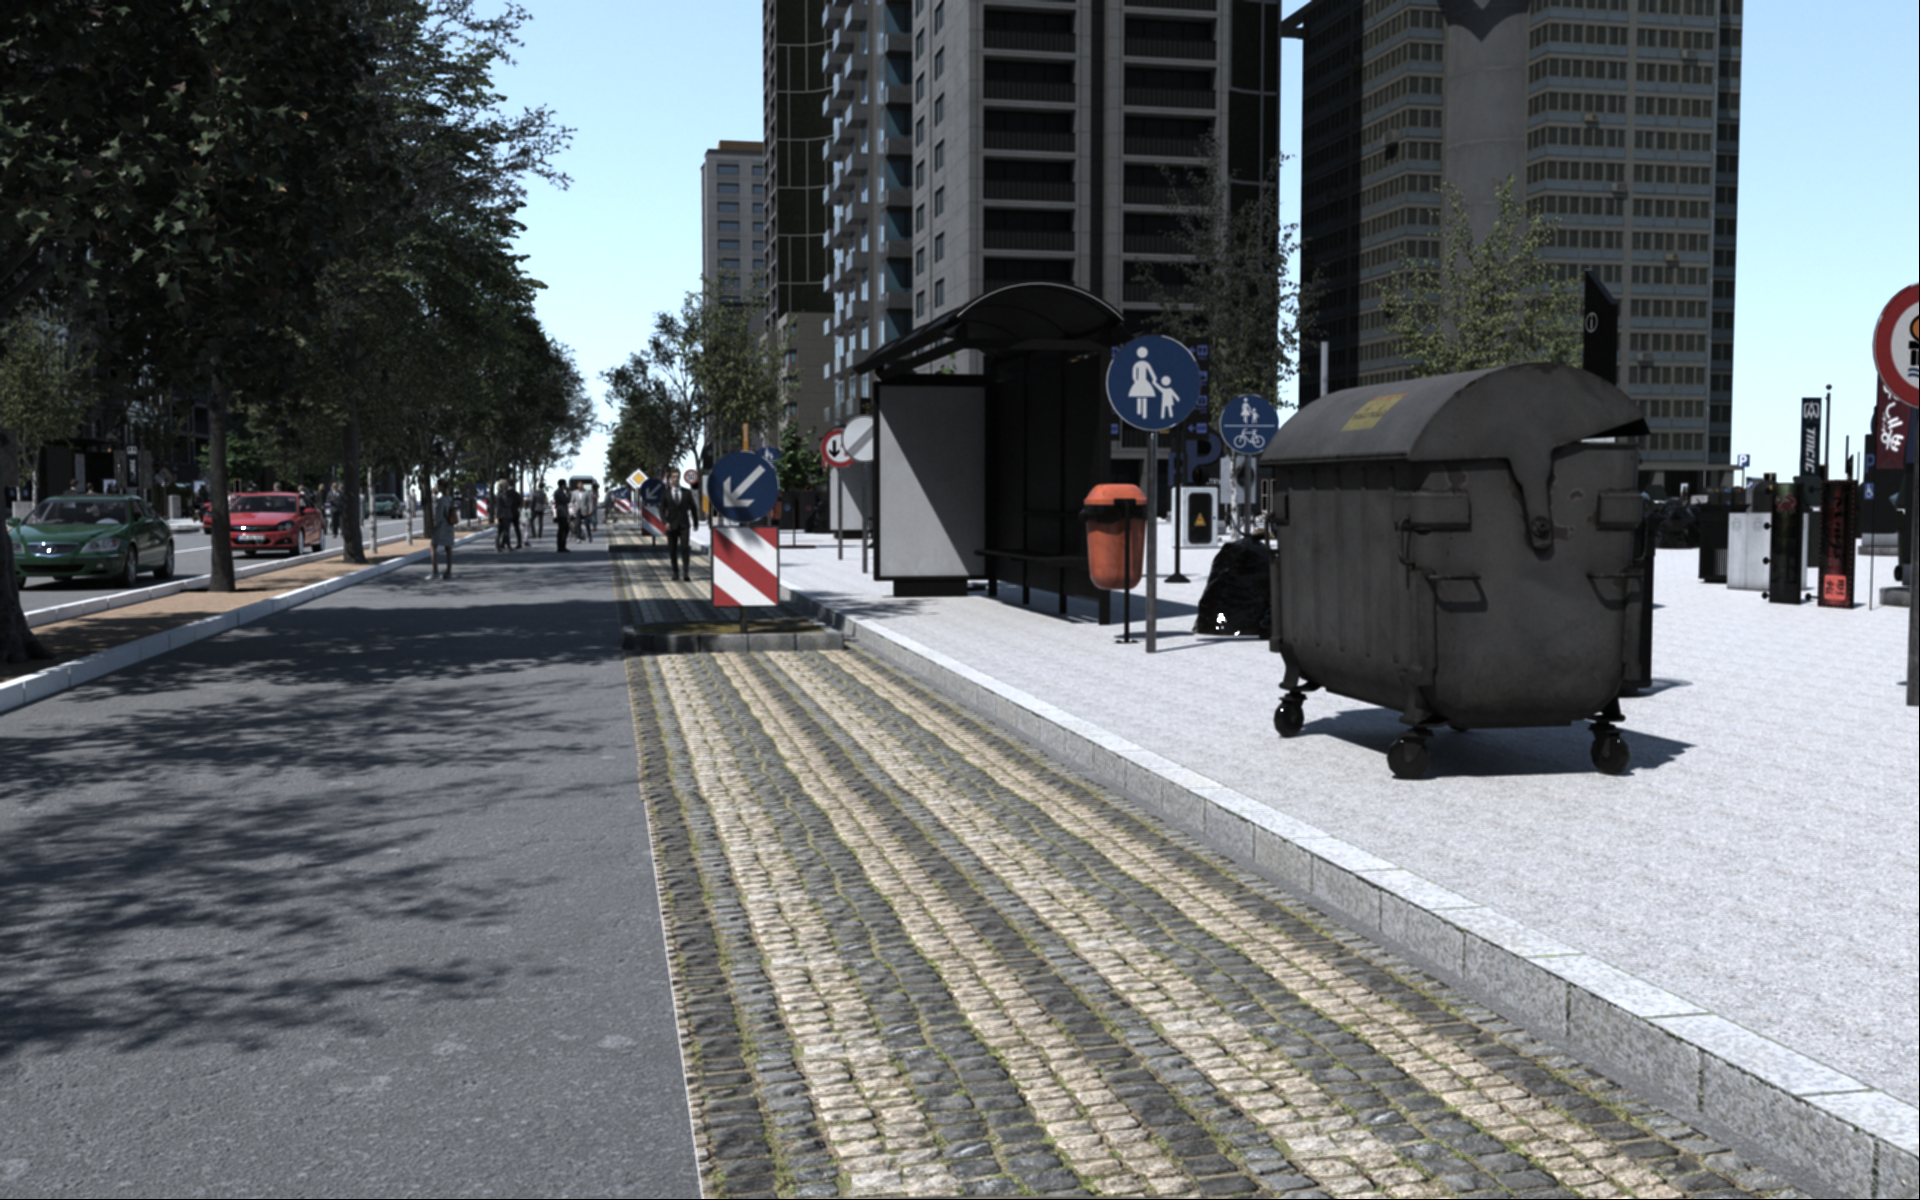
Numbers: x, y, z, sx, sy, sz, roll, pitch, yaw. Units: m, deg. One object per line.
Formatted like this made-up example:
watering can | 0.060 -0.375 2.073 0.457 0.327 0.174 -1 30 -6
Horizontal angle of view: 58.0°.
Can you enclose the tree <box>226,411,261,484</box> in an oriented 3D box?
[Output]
tree | -53.985 -11.066 131.286 4.360 8.622 3.978 0 3 0

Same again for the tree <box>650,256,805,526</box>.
tree | -7.096 -6.380 54.682 4.737 8.622 4.395 0 3 0

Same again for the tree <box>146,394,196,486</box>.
tree | -50.275 -9.671 108.483 4.737 8.622 4.395 0 3 0

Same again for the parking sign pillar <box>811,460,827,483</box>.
parking sign pillar | -9.112 -7.678 114.004 1.447 3.967 1.447 -1 4 -10

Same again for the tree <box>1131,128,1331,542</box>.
tree | 5.546 -5.171 34.905 4.360 8.622 3.978 0 3 0

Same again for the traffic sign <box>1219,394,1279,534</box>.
traffic sign | 3.680 -1.348 22.144 0.768 2.556 0.104 0 4 -3

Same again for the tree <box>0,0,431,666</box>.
tree | -8.277 -5.798 14.268 9.611 12.733 9.660 0 3 0

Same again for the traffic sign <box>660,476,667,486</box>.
traffic sign | -19.173 -6.773 110.737 0.884 2.594 0.081 0 4 -4

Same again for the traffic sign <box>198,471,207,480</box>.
traffic sign | -41.979 -5.886 96.341 0.768 2.556 0.104 -1 4 -9

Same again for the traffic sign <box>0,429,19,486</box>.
traffic sign | -30.609 -3.682 54.077 2.265 3.308 0.079 0 4 -8

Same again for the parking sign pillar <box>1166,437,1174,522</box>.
parking sign pillar | 10.338 -5.647 80.804 1.447 3.967 1.447 3 4 37

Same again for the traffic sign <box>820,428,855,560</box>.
traffic sign | -2.332 -2.056 33.728 0.768 2.556 0.104 0 4 -6

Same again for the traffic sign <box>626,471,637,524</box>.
traffic sign | -14.149 -4.388 75.380 0.795 2.450 0.064 -1 4 -12

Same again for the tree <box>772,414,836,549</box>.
tree | -3.998 -2.841 41.056 1.663 3.219 1.824 0 3 0

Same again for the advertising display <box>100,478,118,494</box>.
advertising display | -34.789 -4.014 70.840 0.123 1.923 0.974 0 4 7

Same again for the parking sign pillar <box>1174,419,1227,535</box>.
parking sign pillar | 7.659 -4.030 54.362 1.447 3.967 1.447 0 4 -4

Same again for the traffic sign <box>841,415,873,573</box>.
traffic sign | -1.540 -1.708 28.031 0.768 2.556 0.104 0 4 -6

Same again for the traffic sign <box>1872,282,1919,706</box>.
traffic sign | 5.786 -0.631 10.429 0.768 2.556 0.104 -1 4 -10

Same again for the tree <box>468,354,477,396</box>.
tree | -15.261 -5.804 47.718 4.360 8.622 3.978 0 3 0

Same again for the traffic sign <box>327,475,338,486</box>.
traffic sign | -42.877 -7.248 118.513 0.884 2.594 0.081 0 4 -3

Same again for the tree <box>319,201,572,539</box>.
tree | -16.976 -7.739 54.741 9.928 11.665 9.643 0 3 0

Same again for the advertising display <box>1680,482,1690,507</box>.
advertising display | 39.700 -5.483 94.856 0.123 1.923 0.974 0 4 -2

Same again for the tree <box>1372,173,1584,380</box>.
tree | 11.745 -5.447 39.425 4.737 8.622 4.395 0 3 0

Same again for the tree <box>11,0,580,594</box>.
tree | -10.849 -6.865 25.062 12.009 13.543 11.850 0 3 0

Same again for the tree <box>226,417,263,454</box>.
tree | -57.818 -11.606 140.114 4.737 8.622 4.395 0 3 0

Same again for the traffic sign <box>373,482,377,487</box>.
traffic sign | -48.174 -8.675 141.945 0.768 2.556 0.104 -1 4 -8

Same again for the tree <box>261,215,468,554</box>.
tree | -13.900 -5.378 40.758 4.360 8.622 3.978 0 3 0

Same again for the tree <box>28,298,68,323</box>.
tree | -30.824 -6.570 57.777 4.737 8.622 4.395 0 3 0

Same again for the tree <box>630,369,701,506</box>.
tree | -17.644 -9.340 103.073 4.360 8.622 3.978 0 3 0

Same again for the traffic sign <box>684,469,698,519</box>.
traffic sign | -13.855 -5.458 89.339 0.768 2.556 0.104 -1 4 -9

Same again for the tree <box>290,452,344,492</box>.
tree | -42.476 -7.871 112.406 4.285 4.588 4.351 0 3 0

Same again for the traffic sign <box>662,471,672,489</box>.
traffic sign | -16.448 -5.956 97.378 0.884 2.594 0.081 0 4 -5

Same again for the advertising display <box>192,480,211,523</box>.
advertising display | -34.123 -4.461 78.151 0.974 1.923 0.123 -3 5 -43

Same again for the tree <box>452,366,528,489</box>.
tree | -22.875 -8.036 84.209 4.737 8.622 4.395 0 3 0

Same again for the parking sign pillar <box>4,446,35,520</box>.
parking sign pillar | -50.609 -6.421 93.461 1.447 3.967 1.447 -1 4 -14

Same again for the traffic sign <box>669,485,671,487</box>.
traffic sign | -20.834 -7.665 125.322 0.884 2.594 0.081 -1 4 -11

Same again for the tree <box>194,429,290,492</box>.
tree | -36.760 -6.340 87.373 4.285 4.588 4.351 0 3 0

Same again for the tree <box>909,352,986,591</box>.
tree | -0.119 -1.743 23.098 1.663 3.219 1.824 0 3 0

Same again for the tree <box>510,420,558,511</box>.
tree | -31.055 -10.543 125.202 4.360 8.622 3.978 0 3 0

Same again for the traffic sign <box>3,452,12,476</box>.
traffic sign | -28.745 -3.162 51.808 0.768 2.556 0.104 0 4 -4

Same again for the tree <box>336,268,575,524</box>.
tree | -18.825 -7.743 63.470 8.767 10.594 7.601 -1 4 -12

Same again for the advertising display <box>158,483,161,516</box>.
advertising display | -41.061 -5.117 88.882 0.123 1.923 0.974 -2 4 -24

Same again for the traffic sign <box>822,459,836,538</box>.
traffic sign | -3.622 -3.060 50.137 0.768 2.556 0.104 -1 4 -10

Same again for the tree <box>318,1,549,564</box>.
tree | -12.272 -6.988 34.835 7.486 12.596 7.792 0 3 0

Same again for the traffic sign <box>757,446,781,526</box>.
traffic sign | -5.073 -2.809 46.040 0.768 2.556 0.104 0 4 -5

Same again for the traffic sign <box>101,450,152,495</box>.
traffic sign | -38.654 -5.290 80.360 2.265 3.308 0.079 0 4 -3

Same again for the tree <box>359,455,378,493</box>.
tree | -46.473 -9.149 133.297 4.285 4.588 4.351 0 3 0

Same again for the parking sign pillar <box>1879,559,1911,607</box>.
parking sign pillar | 11.387 -1.916 19.803 1.447 3.967 1.447 0 4 0

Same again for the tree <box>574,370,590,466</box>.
tree | -21.258 -8.638 78.094 8.767 10.594 7.601 -1 4 -12

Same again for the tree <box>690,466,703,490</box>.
tree | -16.256 -6.956 108.336 1.663 3.219 1.824 0 3 0

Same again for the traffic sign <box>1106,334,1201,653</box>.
traffic sign | 1.546 -0.846 13.938 0.768 2.556 0.104 0 4 -3

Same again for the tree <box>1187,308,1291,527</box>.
tree | 10.582 -7.151 67.275 4.737 8.622 4.395 0 3 0
